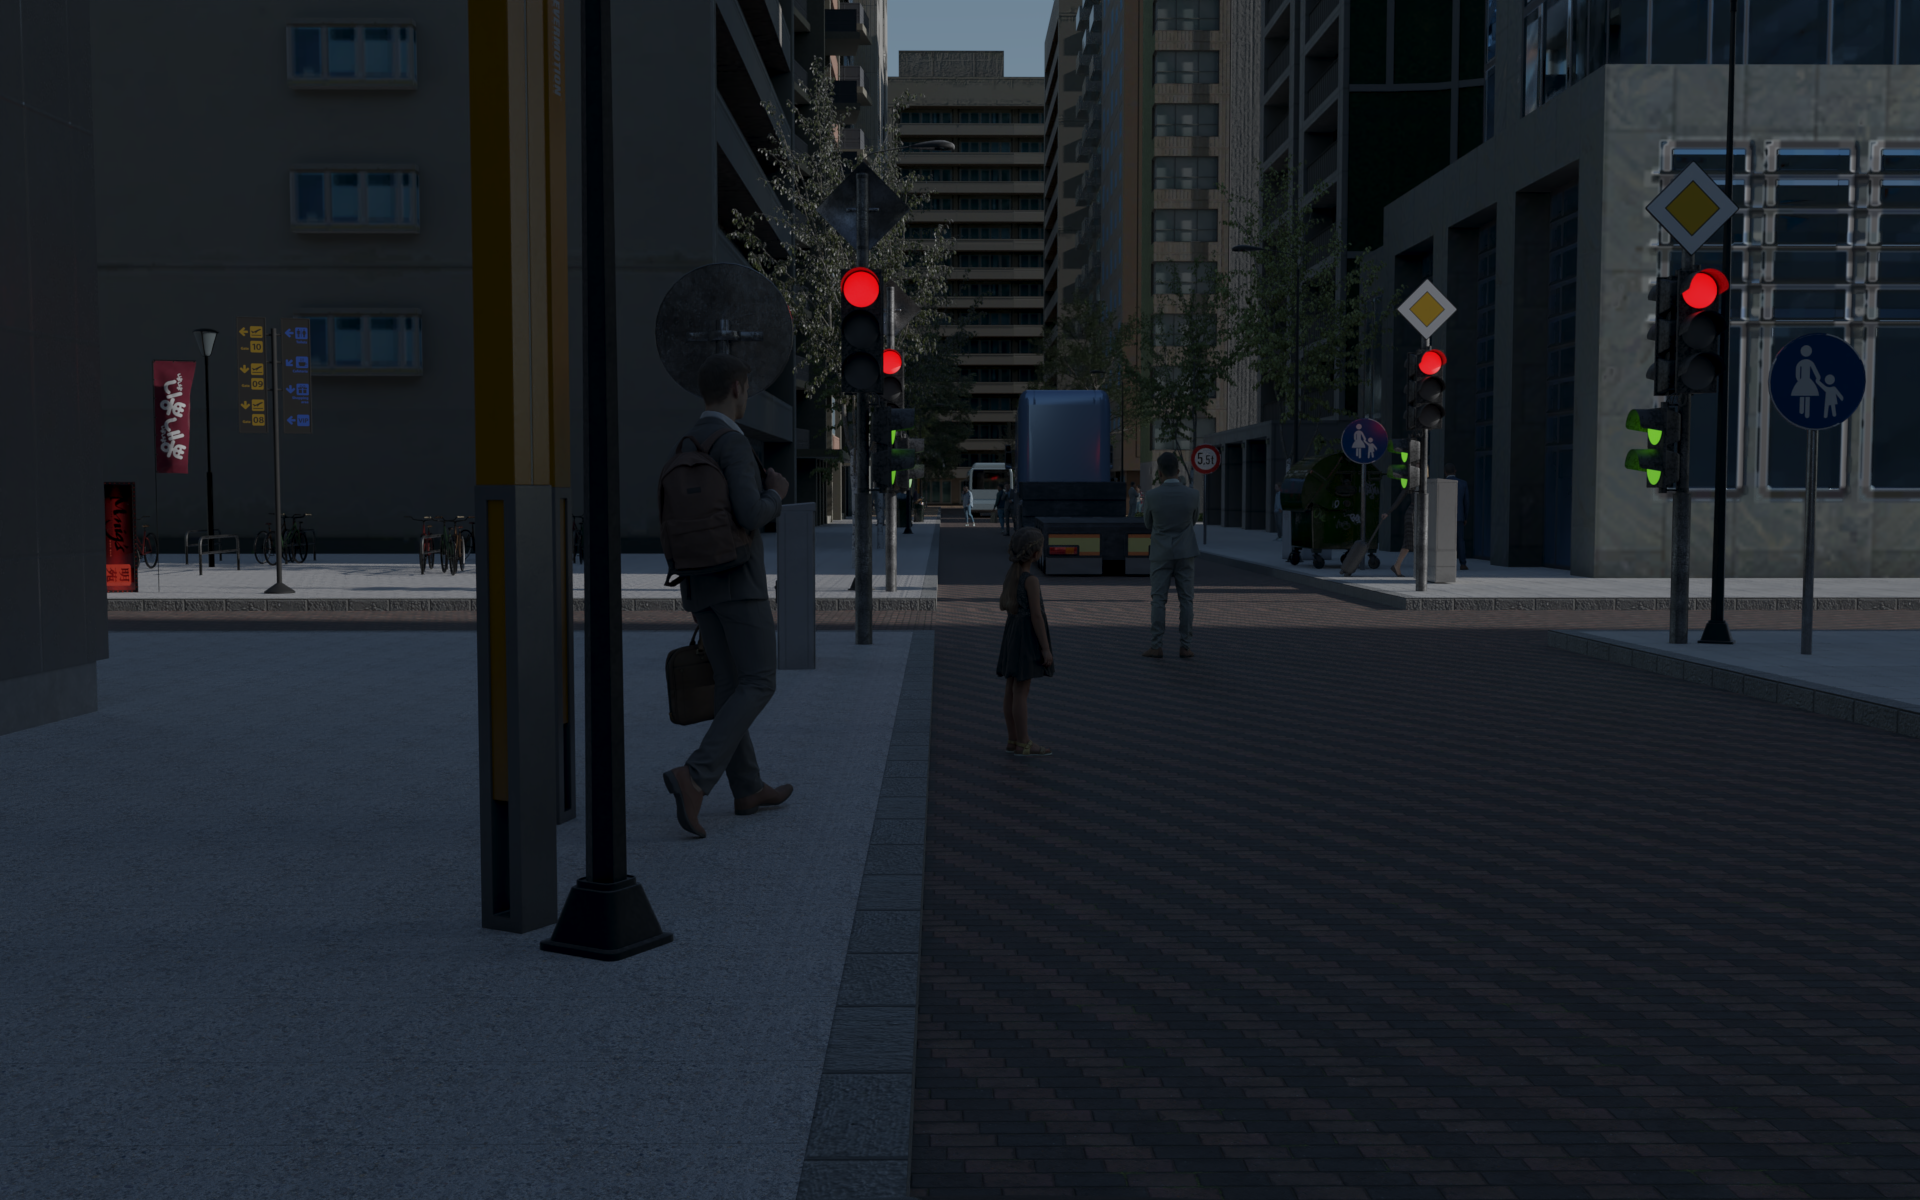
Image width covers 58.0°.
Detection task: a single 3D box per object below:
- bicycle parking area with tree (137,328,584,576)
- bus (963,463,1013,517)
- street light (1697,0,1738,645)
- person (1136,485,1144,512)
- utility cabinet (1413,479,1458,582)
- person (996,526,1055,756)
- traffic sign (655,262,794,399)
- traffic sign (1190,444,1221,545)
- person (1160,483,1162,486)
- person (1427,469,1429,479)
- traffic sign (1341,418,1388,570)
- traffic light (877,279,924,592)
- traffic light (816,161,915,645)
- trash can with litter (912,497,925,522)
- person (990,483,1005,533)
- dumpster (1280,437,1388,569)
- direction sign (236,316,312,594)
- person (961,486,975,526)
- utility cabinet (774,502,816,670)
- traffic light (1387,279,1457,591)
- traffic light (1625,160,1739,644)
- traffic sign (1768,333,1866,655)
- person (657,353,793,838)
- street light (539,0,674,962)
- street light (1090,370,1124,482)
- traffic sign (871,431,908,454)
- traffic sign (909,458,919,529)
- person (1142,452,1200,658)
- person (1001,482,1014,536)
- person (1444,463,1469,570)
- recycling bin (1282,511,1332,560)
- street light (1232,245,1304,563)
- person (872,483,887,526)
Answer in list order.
[{"bbox_3d":[-10.528,-2.643,30.213,8.231,4.147,9.016,1,4,9],"label":"bicycle parking area with tree"},{"bbox_3d":[1.752,-7.005,109.388,2.948,3.499,13.247,0,4,-1],"label":"bus"},{"bbox_3d":[5.985,-2.582,14.760,1.470,5.913,1.316,0,4,-1],"label":"street light"},{"bbox_3d":[8.779,-4.789,85.188,0.563,1.720,0.643,1,4,11],"label":"person"},{"bbox_3d":[6.940,-1.015,25.268,0.318,1.500,1.173,0,4,0],"label":"utility cabinet"},{"bbox_3d":[0.372,0.220,9.576,0.373,1.253,0.362,-1,4,-20],"label":"person"},{"bbox_3d":[-1.302,-0.579,9.567,0.768,2.556,0.104,0,4,1],"label":"traffic sign"},{"bbox_3d":[6.228,-2.682,43.962,0.768,2.556,0.104,0,4,7],"label":"traffic sign"},{"bbox_3d":[6.758,-3.175,58.162,0.583,1.804,0.606,-3,5,-45],"label":"person"},{"bbox_3d":[8.790,-1.605,32.557,0.573,1.790,0.520,-2,4,-32],"label":"person"},{"bbox_3d":[6.789,-1.776,29.144,0.768,2.556,0.104,1,4,9],"label":"traffic sign"},{"bbox_3d":[-0.888,-2.064,22.670,0.839,4.253,0.868,0,4,-1],"label":"traffic light"},{"bbox_3d":[-0.803,-1.576,14.686,0.839,4.253,0.868,0,4,-1],"label":"traffic light"},{"bbox_3d":[-2.112,-4.115,78.662,1.055,1.170,0.624,1,4,15],"label":"trash can with litter"},{"bbox_3d":[1.488,-3.386,63.846,0.794,1.824,0.713,-1,4,-23],"label":"person"},{"bbox_3d":[6.533,-1.702,30.320,1.502,2.255,1.985,0,4,-1],"label":"dumpster"},{"bbox_3d":[-8.800,-1.853,22.296,0.876,3.537,0.379,-1,4,-19],"label":"direction sign"},{"bbox_3d":[0.374,-4.221,77.784,0.793,1.790,0.793,1,4,15],"label":"person"},{"bbox_3d":[-1.252,-0.120,13.127,0.306,1.237,1.020,0,4,-6],"label":"utility cabinet"},{"bbox_3d":[6.073,-2.070,22.760,0.839,4.253,0.868,0,4,-1],"label":"traffic light"},{"bbox_3d":[6.158,-1.581,14.775,0.839,4.253,0.868,0,4,-1],"label":"traffic light"},{"bbox_3d":[6.777,-0.837,13.793,0.768,2.556,0.104,0,4,1],"label":"traffic sign"},{"bbox_3d":[-0.943,-0.046,6.764,0.622,1.834,0.822,3,4,38],"label":"person"},{"bbox_3d":[-0.462,-1.970,4.747,1.470,5.913,1.316,0,4,-1],"label":"street light"},{"bbox_3d":[5.563,-5.662,65.109,1.470,5.913,1.316,0,4,-1],"label":"street light"},{"bbox_3d":[-1.302,-1.992,32.674,0.768,2.556,0.104,0,4,8],"label":"traffic sign"},{"bbox_3d":[-1.682,-3.531,57.833,0.768,2.556,0.104,0,4,7],"label":"traffic sign"},{"bbox_3d":[1.858,-0.404,15.289,0.511,1.800,0.466,-1,4,-14],"label":"person"},{"bbox_3d":[1.731,-3.122,59.350,0.655,1.846,0.447,1,4,17],"label":"person"},{"bbox_3d":[8.305,-1.404,29.180,0.721,1.800,0.419,0,4,-7],"label":"person"},{"bbox_3d":[6.792,-1.305,33.888,0.722,1.027,0.722,-1,4,-21],"label":"recycling bin"},{"bbox_3d":[5.764,-3.664,32.445,1.470,5.913,1.316,0,4,-1],"label":"street light"},{"bbox_3d":[-3.260,-3.908,70.040,0.635,1.810,0.391,-1,4,-20],"label":"person"}]
